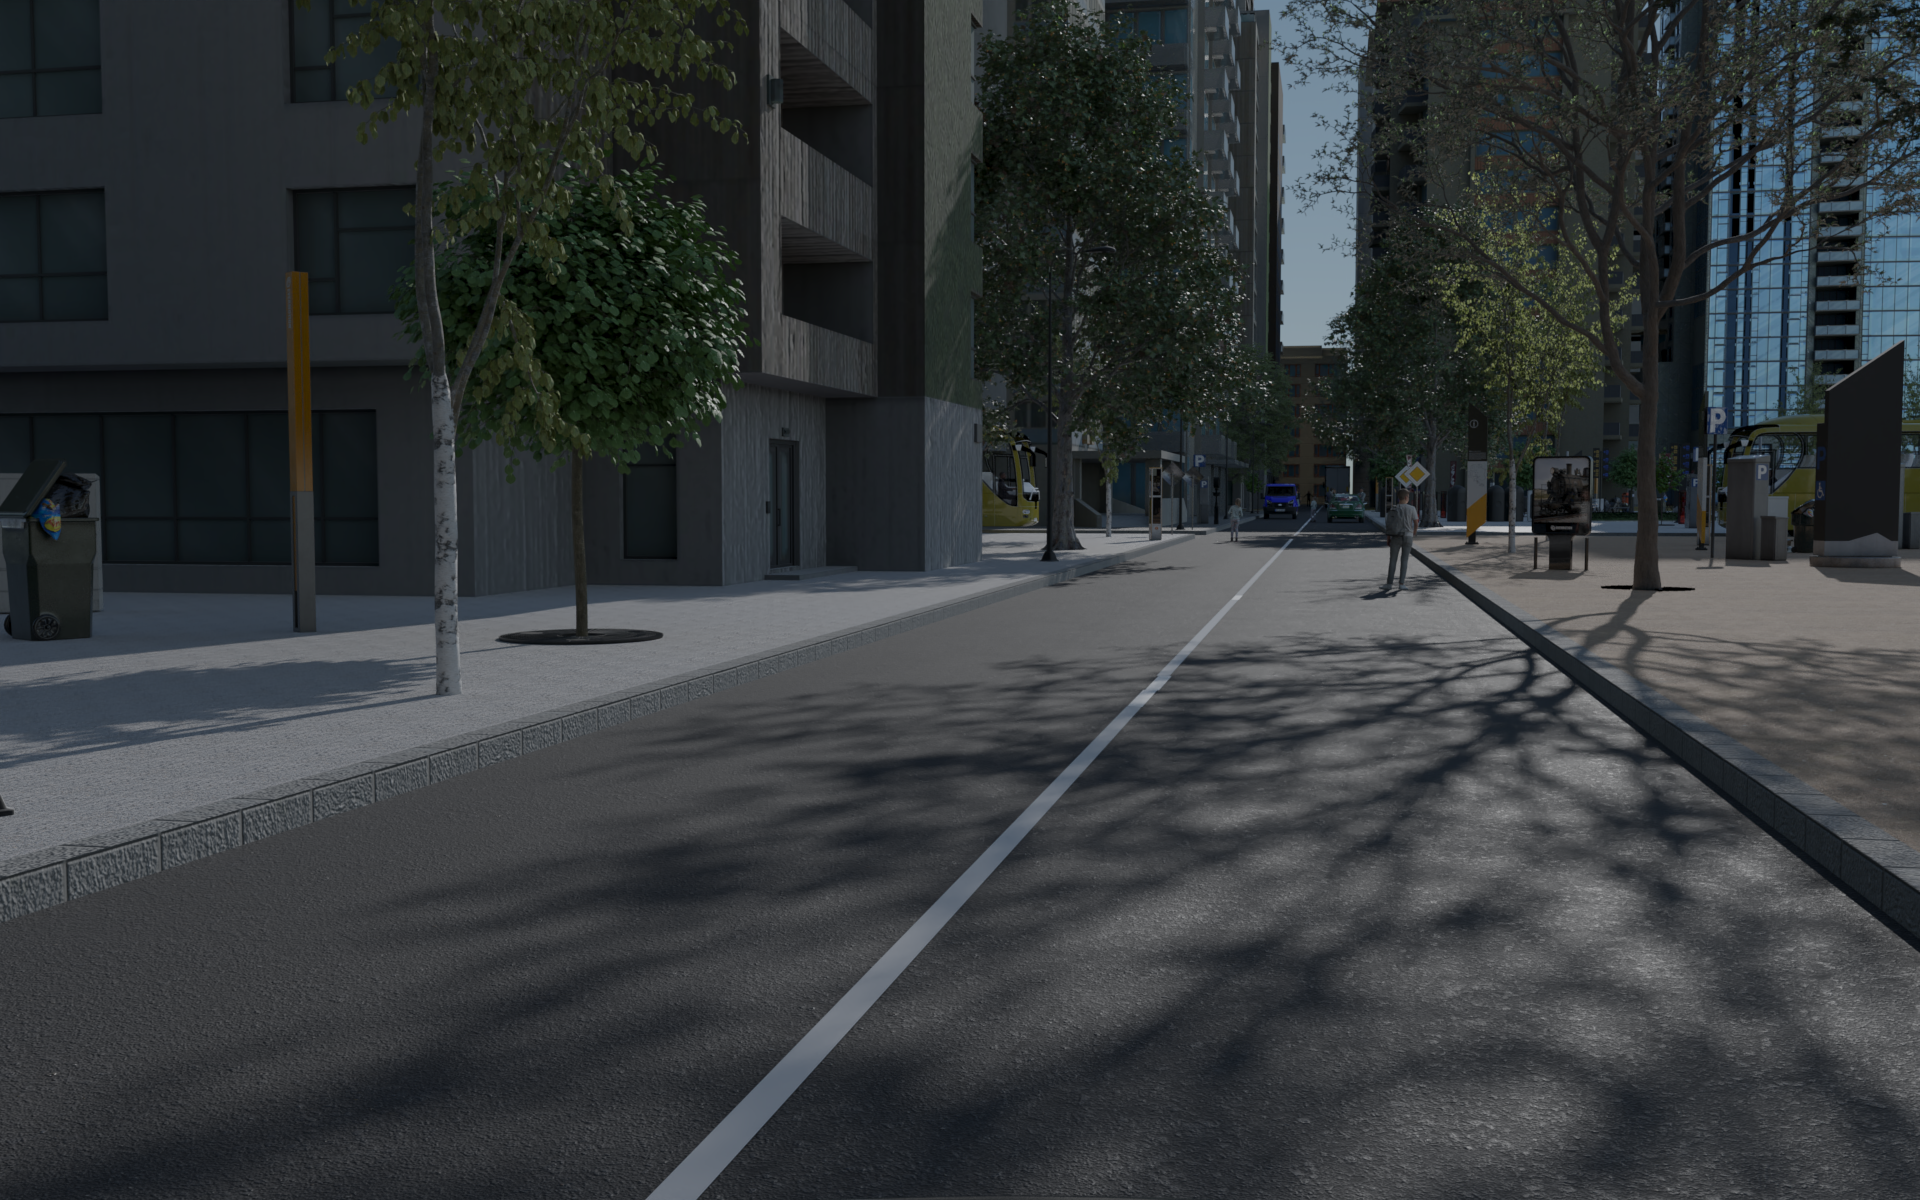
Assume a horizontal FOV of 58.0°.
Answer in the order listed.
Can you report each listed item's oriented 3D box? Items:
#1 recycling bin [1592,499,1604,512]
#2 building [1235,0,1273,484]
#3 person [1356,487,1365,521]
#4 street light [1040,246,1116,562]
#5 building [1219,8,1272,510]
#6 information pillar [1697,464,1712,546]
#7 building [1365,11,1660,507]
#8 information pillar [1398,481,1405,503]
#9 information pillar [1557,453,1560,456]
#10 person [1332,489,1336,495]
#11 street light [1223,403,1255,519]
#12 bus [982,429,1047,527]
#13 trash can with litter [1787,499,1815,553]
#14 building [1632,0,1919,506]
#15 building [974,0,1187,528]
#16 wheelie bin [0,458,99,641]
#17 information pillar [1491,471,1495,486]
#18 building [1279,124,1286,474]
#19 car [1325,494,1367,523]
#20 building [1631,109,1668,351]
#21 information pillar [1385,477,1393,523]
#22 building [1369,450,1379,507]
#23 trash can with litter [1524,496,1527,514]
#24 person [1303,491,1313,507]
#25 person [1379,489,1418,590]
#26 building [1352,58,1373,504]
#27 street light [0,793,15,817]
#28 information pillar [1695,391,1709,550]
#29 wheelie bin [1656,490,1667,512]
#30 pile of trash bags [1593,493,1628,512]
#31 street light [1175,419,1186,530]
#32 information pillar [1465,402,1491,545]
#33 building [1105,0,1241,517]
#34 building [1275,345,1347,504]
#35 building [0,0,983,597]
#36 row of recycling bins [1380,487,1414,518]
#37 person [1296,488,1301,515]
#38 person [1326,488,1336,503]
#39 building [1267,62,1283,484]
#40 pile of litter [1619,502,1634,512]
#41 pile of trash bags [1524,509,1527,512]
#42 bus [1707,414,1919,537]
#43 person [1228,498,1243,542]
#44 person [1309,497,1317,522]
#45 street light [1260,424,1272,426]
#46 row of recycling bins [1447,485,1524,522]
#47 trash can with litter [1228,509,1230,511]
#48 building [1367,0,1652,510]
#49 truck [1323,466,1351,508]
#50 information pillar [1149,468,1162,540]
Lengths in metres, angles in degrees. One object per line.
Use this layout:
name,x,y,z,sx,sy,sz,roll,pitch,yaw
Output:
recycling bin,33.865,-4.892,92.532,0.722,1.027,0.722,-3,4,-36
building,18.740,-44.151,160.121,20.563,71.187,20.611,1,4,12
person,21.450,-5.146,92.811,0.511,1.800,0.466,3,4,36
street light,2.232,-3.682,32.746,1.470,5.913,1.316,1,4,12
building,18.224,-28.125,143.433,14.154,41.232,14.086,1,4,12
information pillar,18.558,-2.366,43.172,0.304,2.012,0.304,2,4,26
building,59.250,-36.801,190.937,28.713,52.752,27.495,1,4,12
information pillar,22.071,-5.017,86.516,0.304,2.012,0.304,0,4,-3
information pillar,33.982,-6.568,98.734,0.183,3.616,0.504,-1,4,-13
person,28.259,-7.463,130.765,0.600,1.795,0.529,0,4,-2
street light,14.091,-7.056,87.900,1.470,5.913,1.316,1,4,12
bus,-3.124,-4.214,60.442,12.252,3.916,2.896,1,4,13
trash can with litter,18.245,-1.621,37.883,0.624,1.170,1.055,-3,4,-36
building,89.970,-53.430,186.253,31.000,86.520,22.319,1,4,12
building,-6.648,-23.491,75.965,32.217,40.220,23.993,1,4,12
wheelie bin,-8.104,-0.459,15.419,0.980,1.594,0.693,3,5,40
information pillar,38.662,-8.223,125.804,0.183,3.616,0.504,-1,4,-11
building,21.848,-35.508,200.167,30.456,49.044,23.786,1,4,12
car,19.543,-4.644,87.734,2.131,1.459,4.920,1,4,12
building,90.627,-36.274,216.776,21.600,48.544,21.300,1,4,12
information pillar,18.743,-4.352,75.655,0.304,2.012,0.304,1,4,16
building,48.181,-24.530,172.759,14.160,30.474,14.107,1,4,12
trash can with litter,38.506,-6.305,114.146,1.678,1.210,2.233,0,4,2
person,39.889,-11.589,198.121,1.348,1.807,0.705,0,4,-1
person,6.575,-0.909,25.961,0.503,1.515,0.523,-1,4,-16
building,65.345,-41.626,222.591,28.212,58.520,21.231,1,4,12
street light,-3.443,-2.084,6.618,1.470,5.913,1.316,1,4,12
information pillar,16.966,-2.949,39.574,0.183,3.616,0.504,1,4,9
wheelie bin,34.663,-4.780,86.059,0.980,1.594,0.693,3,4,36
pile of trash bags,45.017,-6.730,119.781,1.912,1.369,3.447,-2,4,-24
street light,8.427,-5.457,61.770,1.470,5.913,1.316,1,4,12
information pillar,13.100,-3.215,43.918,0.504,3.616,0.183,1,4,19
building,5.937,-29.929,108.955,23.786,49.044,30.456,1,4,12
building,37.022,-23.689,232.352,28.899,21.520,27.650,1,4,12
building,-7.882,-15.622,27.123,14.160,30.474,14.107,1,4,12
row of recycling bins,24.383,-5.406,95.497,3.534,1.692,1.069,-3,5,-40
person,22.824,-6.642,117.187,0.616,1.811,0.778,0,4,-7
person,21.331,-5.555,99.513,0.473,1.802,0.592,0,4,-3
building,25.820,-32.307,178.324,14.600,45.320,14.200,1,4,12
pile of litter,34.927,-4.693,90.698,1.176,0.858,1.719,-2,4,-29
pile of trash bags,40.440,-6.842,121.627,1.912,1.369,3.447,1,4,19
bus,29.581,-3.754,52.927,12.252,3.916,2.896,1,4,12
person,8.234,-2.392,51.883,0.425,1.301,0.394,0,4,-6
person,17.903,-4.592,87.862,0.394,1.301,0.425,3,4,37
street light,19.944,-8.688,114.589,1.470,5.913,1.316,1,4,12
row of recycling bins,24.449,-4.488,80.497,3.534,1.692,1.069,0,4,-4
trash can with litter,20.441,-7.587,135.101,1.678,1.210,2.233,-3,5,-40
building,46.917,-30.326,150.451,22.147,44.769,28.867,1,4,12
truck,38.703,-11.556,177.850,2.839,4.237,11.283,1,4,12
information pillar,5.422,-2.663,48.037,0.304,2.012,0.304,0,4,-7
